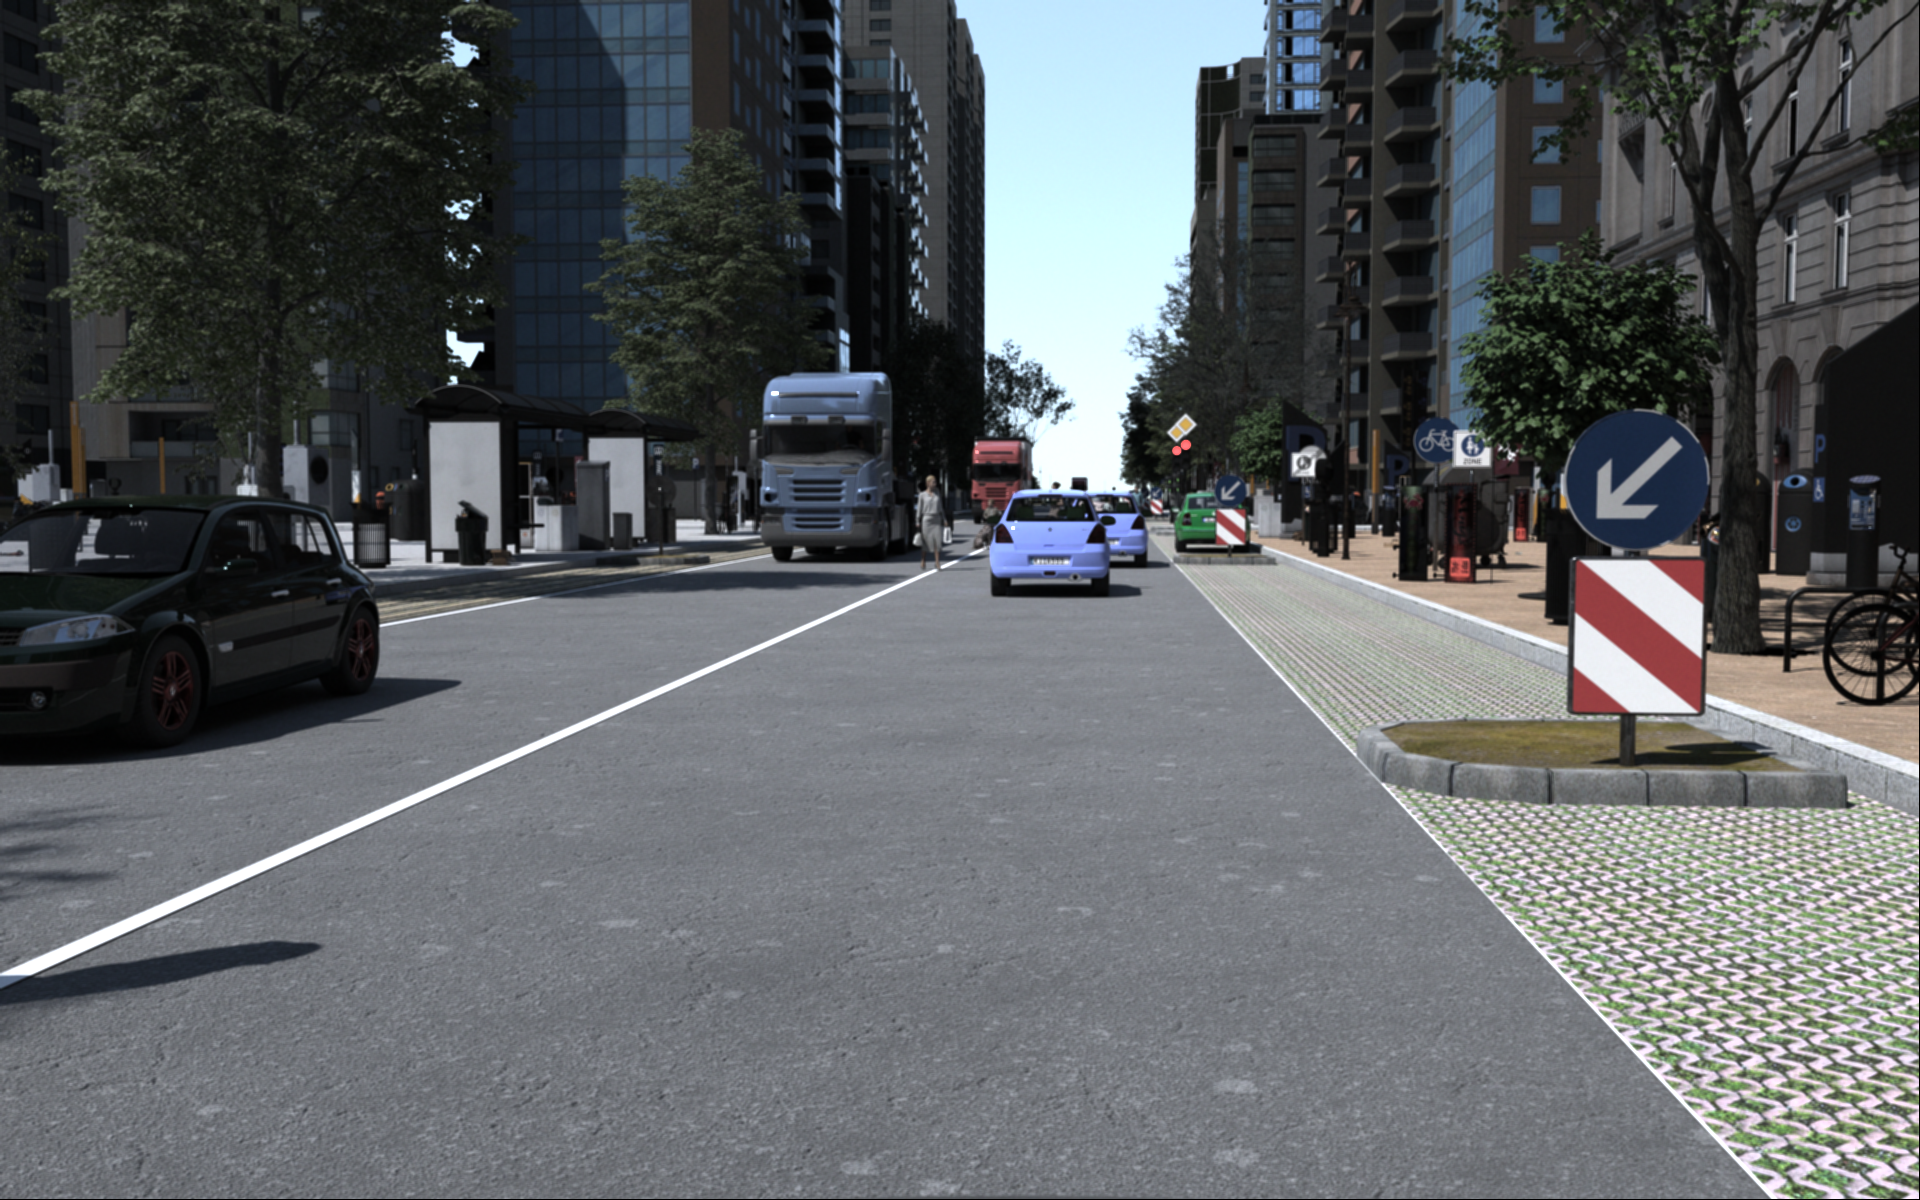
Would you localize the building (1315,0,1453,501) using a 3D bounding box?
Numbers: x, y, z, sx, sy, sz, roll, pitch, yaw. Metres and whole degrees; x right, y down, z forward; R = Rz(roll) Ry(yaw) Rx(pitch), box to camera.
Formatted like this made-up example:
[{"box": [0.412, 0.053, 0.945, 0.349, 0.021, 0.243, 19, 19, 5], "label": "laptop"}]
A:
[{"box": [33.174, -27.437, 103.224, 22.147, 44.769, 28.867, 0, 4, 5], "label": "building"}]

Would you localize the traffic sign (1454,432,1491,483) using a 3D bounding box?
[{"box": [8.241, -1.577, 27.909, 0.606, 2.300, 0.079, 0, 4, 6], "label": "traffic sign"}]

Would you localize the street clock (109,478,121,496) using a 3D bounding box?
[{"box": [-37.108, -4.375, 76.098, 0.471, 2.002, 0.358, 1, 4, 9], "label": "street clock"}]

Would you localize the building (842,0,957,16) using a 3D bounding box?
[{"box": [-8.815, -49.437, 246.541, 20.563, 71.187, 20.611, 0, 4, 5], "label": "building"}]

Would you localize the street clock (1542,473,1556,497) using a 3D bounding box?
[{"box": [17.347, -2.845, 51.079, 0.358, 2.002, 0.471, 0, 4, -7], "label": "street clock"}]

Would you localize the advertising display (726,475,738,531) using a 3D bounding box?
[{"box": [-7.892, -3.357, 60.102, 0.123, 1.923, 0.974, 1, 4, 10], "label": "advertising display"}]

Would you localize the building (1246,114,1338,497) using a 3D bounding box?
[{"box": [29.206, -22.197, 134.620, 14.160, 30.474, 14.107, 0, 4, 5], "label": "building"}]

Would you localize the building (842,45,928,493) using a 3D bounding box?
[{"box": [-15.408, -34.845, 189.326, 23.786, 49.044, 30.456, 0, 4, 5], "label": "building"}]

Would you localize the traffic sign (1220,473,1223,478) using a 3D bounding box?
[{"box": [14.146, -5.826, 95.361, 0.768, 2.556, 0.104, 1, 4, 9], "label": "traffic sign"}]

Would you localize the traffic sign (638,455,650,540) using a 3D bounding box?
[{"box": [-8.993, -2.943, 48.219, 0.768, 2.556, 0.104, 0, 4, 7], "label": "traffic sign"}]

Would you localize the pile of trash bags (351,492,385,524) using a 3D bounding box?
[{"box": [-24.823, -3.921, 73.865, 1.912, 1.369, 3.447, -2, 4, -25], "label": "pile of trash bags"}]

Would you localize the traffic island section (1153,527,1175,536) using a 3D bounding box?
[{"box": [7.849, -2.325, 60.295, 2.009, 0.180, 2.903, 0, 4, 5], "label": "traffic island section"}]

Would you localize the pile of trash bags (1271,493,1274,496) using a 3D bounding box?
[{"box": [17.378, -5.046, 92.250, 3.447, 1.369, 1.912, -3, 5, -40], "label": "pile of trash bags"}]

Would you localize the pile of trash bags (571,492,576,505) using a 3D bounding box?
[{"box": [-19.594, -4.394, 81.587, 3.447, 1.369, 1.912, -1, 4, -19], "label": "pile of trash bags"}]

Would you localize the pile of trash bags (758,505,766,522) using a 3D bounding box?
[{"box": [-8.096, -4.223, 78.799, 1.912, 1.369, 3.447, -1, 4, -19], "label": "pile of trash bags"}]

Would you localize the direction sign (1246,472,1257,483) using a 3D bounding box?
[{"box": [21.216, -8.208, 126.204, 0.876, 3.537, 0.379, 2, 4, 25], "label": "direction sign"}]

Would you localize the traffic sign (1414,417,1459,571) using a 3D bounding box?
[{"box": [7.903, -1.750, 28.725, 0.768, 2.556, 0.104, 1, 4, 11], "label": "traffic sign"}]

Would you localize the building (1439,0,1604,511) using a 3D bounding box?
[{"box": [30.684, -26.231, 78.987, 14.200, 45.320, 14.600, 0, 4, 5], "label": "building"}]

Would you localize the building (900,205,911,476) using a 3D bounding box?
[{"box": [-12.518, -24.172, 166.919, 14.160, 30.474, 14.107, 0, 4, 5], "label": "building"}]

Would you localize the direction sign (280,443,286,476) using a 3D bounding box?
[{"box": [-30.187, -5.172, 76.556, 0.876, 3.537, 0.379, -3, 5, -43], "label": "direction sign"}]

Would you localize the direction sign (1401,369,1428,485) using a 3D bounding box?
[{"box": [8.304, -2.430, 31.729, 0.379, 3.537, 0.876, 3, 5, 44], "label": "direction sign"}]

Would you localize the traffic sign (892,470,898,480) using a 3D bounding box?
[{"box": [-3.644, -5.713, 93.409, 0.884, 2.594, 0.081, 1, 4, 10], "label": "traffic sign"}]

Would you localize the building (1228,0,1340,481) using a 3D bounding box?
[{"box": [39.891, -52.893, 177.477, 22.319, 86.520, 31.000, 0, 4, 5], "label": "building"}]

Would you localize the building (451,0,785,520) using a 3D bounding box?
[{"box": [-17.549, -27.045, 92.298, 14.600, 45.320, 14.200, 0, 4, 5], "label": "building"}]

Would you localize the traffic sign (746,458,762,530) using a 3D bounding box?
[{"box": [-7.138, -3.700, 60.606, 0.768, 2.556, 0.104, 1, 4, 11], "label": "traffic sign"}]

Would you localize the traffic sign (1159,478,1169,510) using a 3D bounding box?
[{"box": [16.382, -8.497, 139.034, 0.768, 2.556, 0.104, 1, 4, 12], "label": "traffic sign"}]

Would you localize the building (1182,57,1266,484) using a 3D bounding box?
[{"box": [47.560, -52.023, 288.829, 20.563, 71.187, 20.611, 0, 4, 5], "label": "building"}]

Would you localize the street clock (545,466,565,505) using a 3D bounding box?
[{"box": [-10.537, -2.479, 45.109, 0.471, 2.002, 0.358, -1, 4, -10], "label": "street clock"}]

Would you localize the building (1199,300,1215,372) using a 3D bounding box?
[{"box": [41.592, -29.307, 250.872, 14.160, 30.474, 14.107, 0, 4, 5], "label": "building"}]

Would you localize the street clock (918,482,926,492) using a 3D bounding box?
[{"box": [-2.207, -5.911, 101.222, 0.471, 2.002, 0.358, 1, 4, 18], "label": "street clock"}]

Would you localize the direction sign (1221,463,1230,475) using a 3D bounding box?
[{"box": [19.068, -8.099, 124.417, 0.379, 3.537, 0.876, -3, 5, -40], "label": "direction sign"}]

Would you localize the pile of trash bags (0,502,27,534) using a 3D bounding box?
[{"box": [-26.234, -2.308, 47.484, 1.912, 1.369, 3.447, 3, 5, 43], "label": "pile of trash bags"}]

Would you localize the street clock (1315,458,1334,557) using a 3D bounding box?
[{"box": [7.418, -1.879, 35.296, 0.358, 2.002, 0.471, 2, 4, 34], "label": "street clock"}]

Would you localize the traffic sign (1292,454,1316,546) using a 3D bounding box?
[{"box": [8.551, -2.506, 43.096, 0.606, 2.300, 0.079, 1, 4, 14], "label": "traffic sign"}]

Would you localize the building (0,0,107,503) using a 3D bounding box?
[{"box": [-59.064, -39.806, 89.082, 20.611, 71.187, 20.563, 0, 4, 5], "label": "building"}]

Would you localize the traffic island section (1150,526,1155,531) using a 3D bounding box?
[{"box": [8.533, -2.812, 68.251, 2.009, 0.180, 2.903, 0, 4, 5], "label": "traffic island section"}]

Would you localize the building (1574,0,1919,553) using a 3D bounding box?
[{"box": [23.563, -12.032, 38.516, 13.314, 21.916, 24.055, 0, 4, 5], "label": "building"}]

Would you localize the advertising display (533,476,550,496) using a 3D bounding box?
[{"box": [-14.968, -3.441, 61.471, 0.123, 1.923, 0.974, 3, 4, 38], "label": "advertising display"}]

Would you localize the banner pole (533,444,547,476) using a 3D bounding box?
[{"box": [-20.855, -5.885, 86.240, 0.863, 3.779, 0.401, -2, 4, -25], "label": "banner pole"}]

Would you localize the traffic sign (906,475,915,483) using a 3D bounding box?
[{"box": [-3.427, -7.095, 116.105, 0.768, 2.556, 0.104, 1, 4, 14], "label": "traffic sign"}]

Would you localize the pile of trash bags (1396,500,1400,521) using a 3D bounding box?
[{"box": [20.227, -4.446, 82.437, 3.447, 1.369, 1.912, 0, 4, 6], "label": "pile of trash bags"}]

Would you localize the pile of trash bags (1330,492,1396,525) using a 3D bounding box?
[{"box": [15.956, -3.797, 71.840, 3.447, 1.369, 1.912, -2, 4, -24], "label": "pile of trash bags"}]

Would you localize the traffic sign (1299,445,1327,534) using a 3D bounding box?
[{"box": [9.186, -2.763, 45.275, 0.768, 2.556, 0.104, 1, 4, 11], "label": "traffic sign"}]

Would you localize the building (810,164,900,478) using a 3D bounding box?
[{"box": [-13.457, -23.313, 152.866, 14.160, 30.474, 14.107, 0, 4, 5], "label": "building"}]

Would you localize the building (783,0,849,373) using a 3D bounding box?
[{"box": [-19.300, -49.491, 121.845, 22.319, 86.520, 31.000, 0, 4, 5], "label": "building"}]

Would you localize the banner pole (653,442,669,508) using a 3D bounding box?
[{"box": [-13.124, -5.286, 76.442, 0.863, 3.779, 0.401, 0, 4, 2], "label": "banner pole"}]

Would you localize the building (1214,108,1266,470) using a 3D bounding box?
[{"box": [37.177, -33.739, 201.750, 14.600, 45.320, 14.200, 0, 4, 5], "label": "building"}]

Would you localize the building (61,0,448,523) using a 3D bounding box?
[{"box": [-34.182, -24.459, 83.493, 14.086, 41.232, 14.154, 0, 4, 5], "label": "building"}]

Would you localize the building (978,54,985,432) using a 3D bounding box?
[{"box": [-6.234, -50.686, 266.968, 20.563, 71.187, 20.611, 0, 4, 5], "label": "building"}]

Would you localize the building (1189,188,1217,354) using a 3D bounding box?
[{"box": [46.738, -39.434, 268.447, 21.300, 48.544, 21.600, 0, 4, 5], "label": "building"}]
